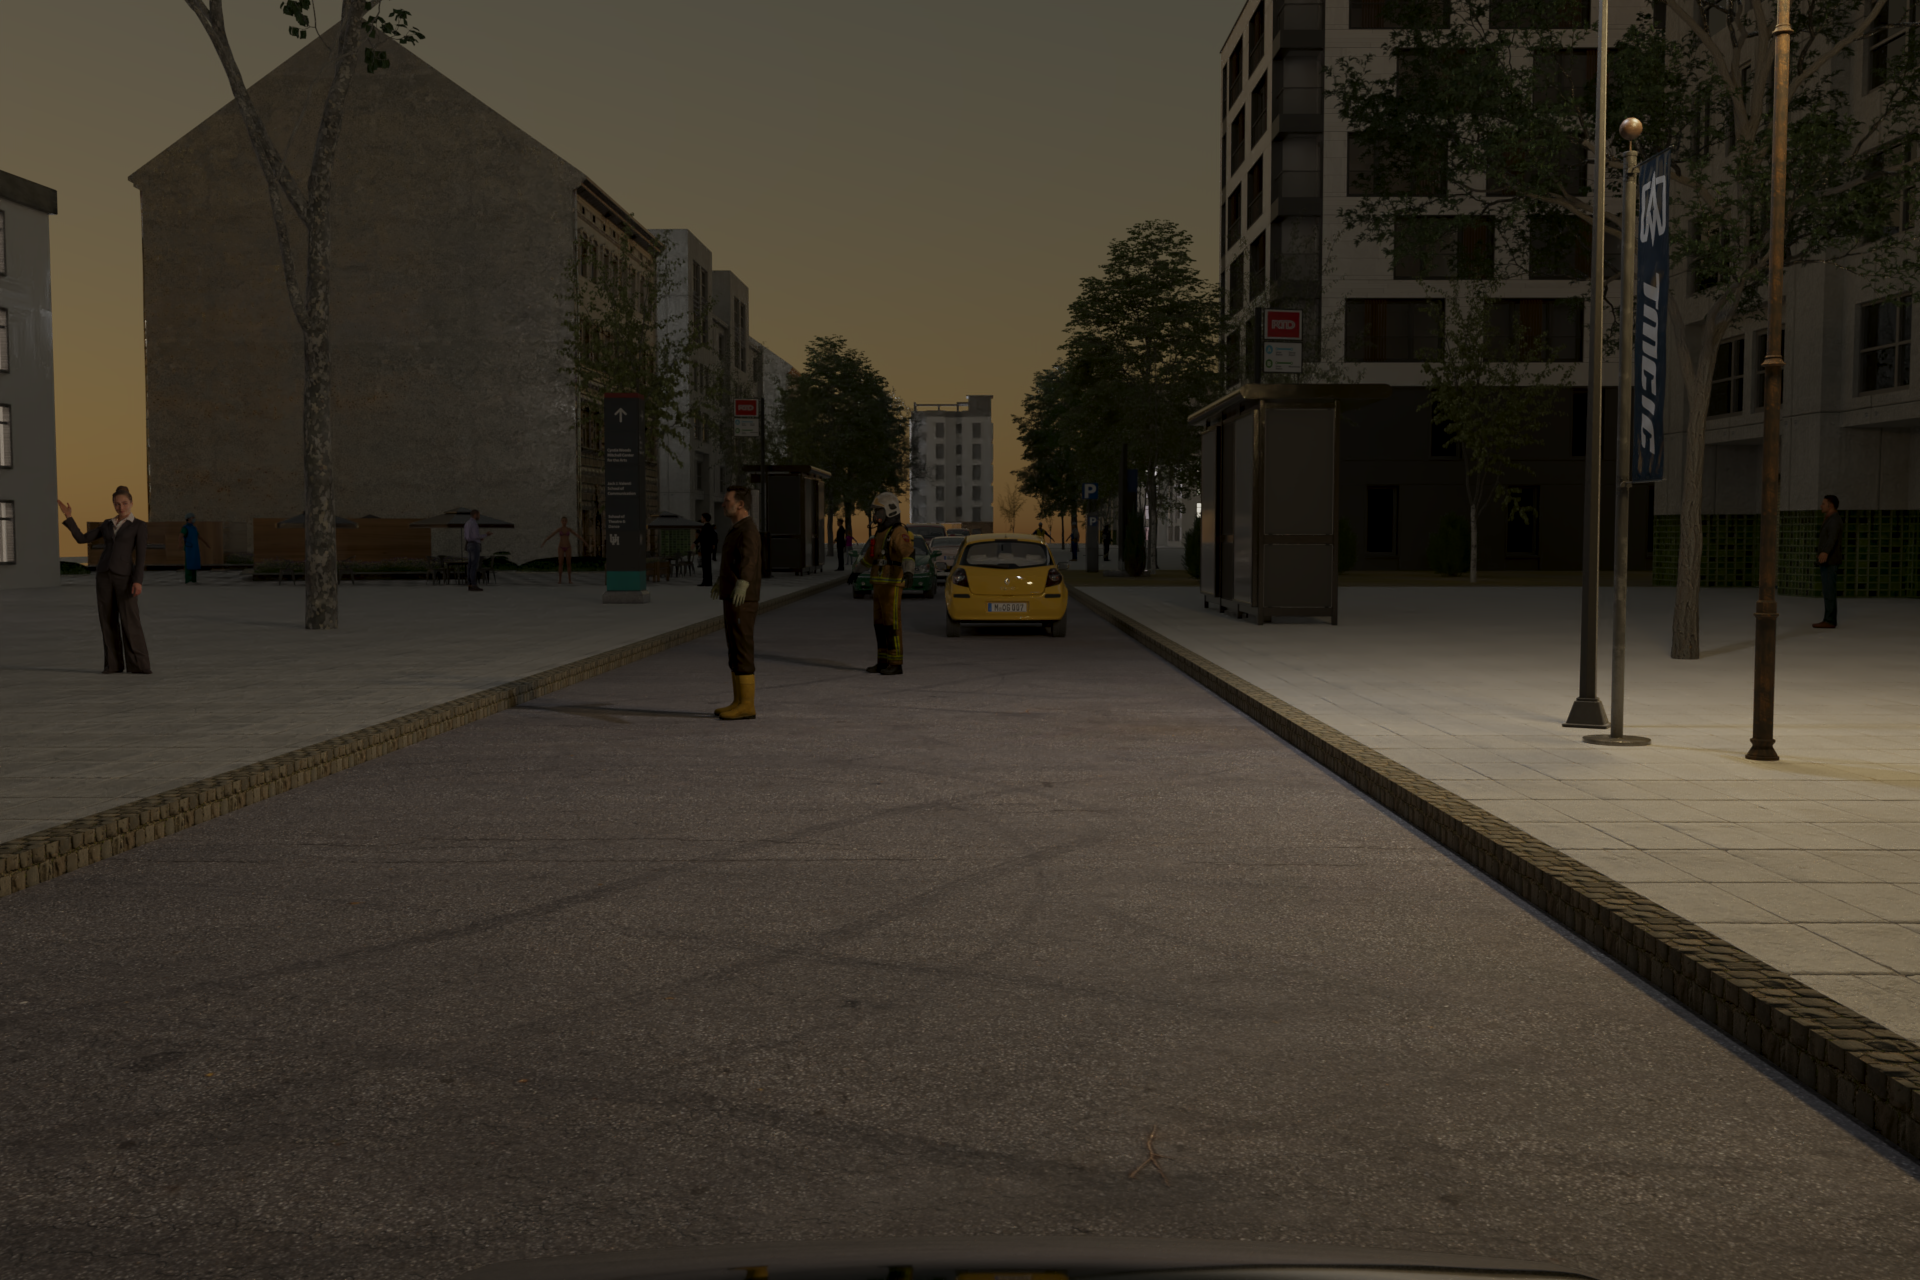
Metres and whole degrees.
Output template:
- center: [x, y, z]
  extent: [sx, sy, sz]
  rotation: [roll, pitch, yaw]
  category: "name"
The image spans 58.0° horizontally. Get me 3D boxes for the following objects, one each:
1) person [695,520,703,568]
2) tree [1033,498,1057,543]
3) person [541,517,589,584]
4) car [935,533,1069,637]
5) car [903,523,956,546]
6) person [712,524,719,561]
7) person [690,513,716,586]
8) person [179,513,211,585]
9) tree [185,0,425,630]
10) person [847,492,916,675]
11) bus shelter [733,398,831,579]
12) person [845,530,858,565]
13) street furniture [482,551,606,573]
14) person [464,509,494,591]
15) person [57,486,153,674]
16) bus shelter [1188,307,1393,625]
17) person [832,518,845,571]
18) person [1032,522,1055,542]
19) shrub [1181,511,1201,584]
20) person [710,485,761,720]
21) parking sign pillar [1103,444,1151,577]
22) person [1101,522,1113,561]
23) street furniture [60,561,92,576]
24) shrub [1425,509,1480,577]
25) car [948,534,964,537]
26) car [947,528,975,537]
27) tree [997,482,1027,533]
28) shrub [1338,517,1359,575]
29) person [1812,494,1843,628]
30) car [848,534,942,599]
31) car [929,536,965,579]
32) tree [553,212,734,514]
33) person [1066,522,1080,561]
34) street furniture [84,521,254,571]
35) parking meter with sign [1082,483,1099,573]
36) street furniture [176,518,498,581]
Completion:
- center: [-9.891, -3.671, 66.167]
  extent: [0.704, 1.843, 1.345]
  rotation: [0, 4, 7]
  category: "person"
- center: [12.566, -17.482, 236.195]
  extent: [4.360, 8.622, 3.978]
  rotation: [0, 3, 0]
  category: "tree"
- center: [-10.231, -2.327, 44.841]
  extent: [1.217, 1.733, 0.721]
  rotation: [-1, 4, -16]
  category: "person"
- center: [0.635, -0.931, 25.446]
  extent: [2.015, 1.641, 3.980]
  rotation: [0, 4, 0]
  category: "car"
- center: [-1.275, -3.199, 60.975]
  extent: [2.281, 1.827, 5.304]
  rotation: [0, 4, 0]
  category: "car"
- center: [-11.482, -4.577, 81.554]
  extent: [0.721, 1.740, 1.216]
  rotation: [0, 3, 0]
  category: "person"
- center: [-6.259, -2.225, 42.569]
  extent: [0.705, 1.806, 1.347]
  rotation: [1, 4, 15]
  category: "person"
- center: [-19.336, -2.293, 43.622]
  extent: [0.704, 1.817, 1.347]
  rotation: [0, 4, 7]
  category: "person"
- center: [-9.829, -10.266, 23.733]
  extent: [12.611, 20.169, 13.585]
  rotation: [0, 3, 0]
  category: "tree"
- center: [-0.765, -0.581, 17.717]
  extent: [0.705, 1.858, 1.354]
  rotation: [-2, 4, -29]
  category: "person"
- center: [-5.518, -4.657, 53.778]
  extent: [2.179, 5.291, 8.768]
  rotation: [0, 4, 1]
  category: "bus shelter"
- center: [-4.620, -3.826, 71.814]
  extent: [0.991, 1.433, 0.599]
  rotation: [-2, 4, -35]
  category: "person"
- center: [-14.943, -2.820, 61.735]
  extent: [5.734, 0.657, 10.072]
  rotation: [0, 4, -4]
  category: "street furniture"
- center: [-10.844, -2.027, 39.059]
  extent: [0.599, 1.838, 0.709]
  rotation: [-3, 4, -36]
  category: "person"
- center: [-7.803, -0.548, 15.806]
  extent: [0.742, 1.727, 0.445]
  rotation: [-2, 4, -27]
  category: "person"
- center: [5.012, -3.106, 28.423]
  extent: [2.179, 5.291, 8.768]
  rotation: [0, 4, 0]
  category: "bus shelter"
- center: [-4.192, -3.330, 60.376]
  extent: [0.705, 1.837, 1.347]
  rotation: [1, 4, 8]
  category: "person"
- center: [3.745, -4.549, 80.343]
  extent: [1.349, 1.833, 0.705]
  rotation: [-1, 4, -21]
  category: "person"
- center: [6.509, -2.482, 44.624]
  extent: [1.661, 2.075, 1.752]
  rotation: [0, 3, 0]
  category: "shrub"
- center: [-1.744, -0.298, 13.466]
  extent: [0.704, 1.812, 1.346]
  rotation: [-1, 4, -15]
  category: "person"
- center: [5.045, -3.901, 52.255]
  extent: [1.447, 3.967, 1.447]
  rotation: [0, 3, 0]
  category: "parking sign pillar"
- center: [6.936, -4.640, 81.642]
  extent: [0.705, 1.856, 1.354]
  rotation: [1, 4, 20]
  category: "person"
- center: [-30.405, -2.118, 50.263]
  extent: [10.072, 0.657, 5.734]
  rotation: [-3, 5, -40]
  category: "street furniture"
- center: [14.805, -2.915, 52.081]
  extent: [1.690, 2.028, 1.600]
  rotation: [0, 3, 0]
  category: "shrub"
- center: [-0.380, -5.354, 97.318]
  extent: [2.009, 1.686, 4.222]
  rotation: [0, 4, 1]
  category: "car"
- center: [-0.136, -6.472, 114.486]
  extent: [2.281, 1.827, 5.304]
  rotation: [0, 4, 0]
  category: "car"
- center: [7.668, -17.744, 240.482]
  extent: [4.360, 8.622, 3.978]
  rotation: [0, 3, 0]
  category: "tree"
- center: [11.707, -3.052, 54.321]
  extent: [1.690, 2.028, 1.600]
  rotation: [0, 3, 0]
  category: "shrub"
- center: [11.839, -1.075, 23.649]
  extent: [0.705, 1.821, 1.348]
  rotation: [2, 4, 25]
  category: "person"
- center: [-1.464, -1.718, 39.889]
  extent: [2.131, 1.459, 4.920]
  rotation: [0, 4, 0]
  category: "car"
- center: [-0.145, -2.264, 49.373]
  extent: [2.083, 1.381, 4.827]
  rotation: [0, 4, 1]
  category: "car"
- center: [-7.708, -5.532, 40.809]
  extent: [4.737, 8.622, 4.395]
  rotation: [0, 3, 0]
  category: "tree"
- center: [5.372, -4.641, 81.735]
  extent: [0.705, 1.847, 1.347]
  rotation: [-1, 4, -22]
  category: "person"
- center: [-27.492, -3.465, 63.514]
  extent: [9.812, 1.723, 11.010]
  rotation: [-1, 4, -13]
  category: "street furniture"
- center: [4.435, -3.802, 58.421]
  extent: [0.543, 3.016, 1.738]
  rotation: [0, 4, 0]
  category: "parking meter with sign"
- center: [-16.690, -2.636, 49.949]
  extent: [11.010, 1.723, 9.812]
  rotation: [-1, 4, -21]
  category: "street furniture"
